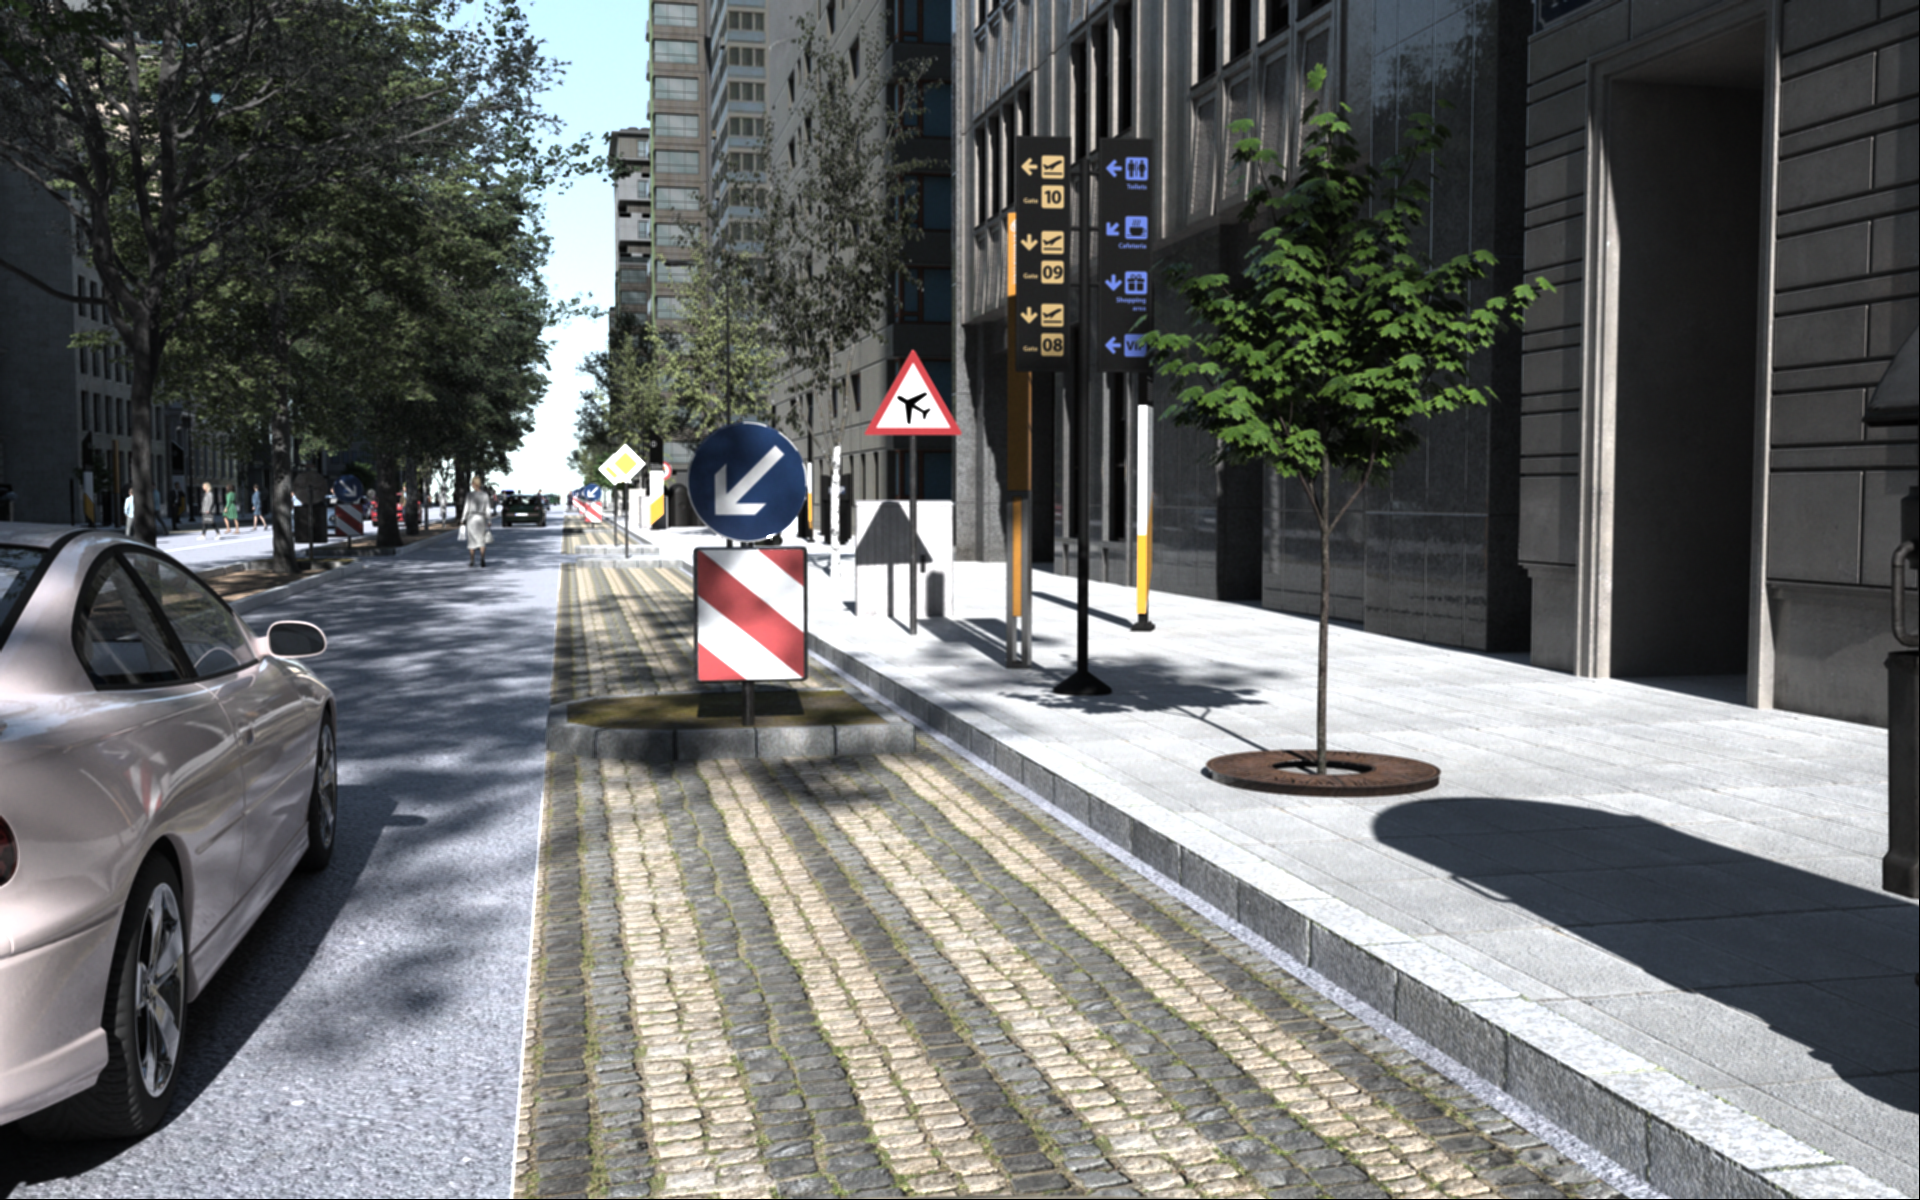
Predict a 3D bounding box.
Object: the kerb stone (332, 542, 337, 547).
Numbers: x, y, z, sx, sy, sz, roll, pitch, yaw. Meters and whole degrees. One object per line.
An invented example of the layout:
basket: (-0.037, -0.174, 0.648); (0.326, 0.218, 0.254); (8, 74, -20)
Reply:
kerb stone: (-16.236, -1.366, 44.609); (0.120, 0.150, 1.000); (-1, 4, -13)

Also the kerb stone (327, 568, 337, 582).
kerb stone: (-10.412, -0.385, 28.488); (0.120, 0.150, 1.000); (-1, 4, -13)

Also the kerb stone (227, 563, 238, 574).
kerb stone: (-13.143, -0.539, 31.056); (0.120, 0.150, 1.000); (-1, 4, -13)

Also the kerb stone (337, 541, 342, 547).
kerb stone: (-16.468, -1.428, 45.604); (0.120, 0.150, 1.000); (-1, 4, -13)

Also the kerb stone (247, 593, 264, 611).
kerb stone: (-8.822, 0.042, 21.501); (0.120, 0.150, 1.000); (-1, 4, -13)

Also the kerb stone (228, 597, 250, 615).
kerb stone: (-8.591, 0.103, 20.505); (0.120, 0.150, 1.000); (-1, 4, -13)

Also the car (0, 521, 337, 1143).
car: (-2.999, 0.450, 5.013); (2.083, 1.381, 4.827); (-1, 4, -13)

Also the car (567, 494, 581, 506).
car: (-47.883, -12.566, 215.243); (2.009, 1.686, 4.222); (-1, 4, -11)

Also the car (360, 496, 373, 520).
car: (-33.464, -5.079, 95.616); (1.945, 1.354, 3.894); (-1, 4, -13)

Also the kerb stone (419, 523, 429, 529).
kerb stone: (-23.067, -3.200, 74.585); (0.120, 0.150, 1.000); (-1, 4, -13)

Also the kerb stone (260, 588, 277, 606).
kerb stone: (-9.049, -0.019, 22.500); (0.120, 0.150, 1.000); (-1, 4, -13)

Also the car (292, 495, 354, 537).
car: (-21.681, -2.895, 59.328); (2.014, 1.417, 4.499); (-1, 4, -11)

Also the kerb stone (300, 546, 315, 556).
kerb stone: (-15.322, -1.126, 40.598); (0.120, 0.150, 1.000); (-1, 4, -13)

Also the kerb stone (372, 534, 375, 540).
kerb stone: (-18.291, -1.921, 53.602); (0.120, 0.150, 1.000); (-1, 4, -13)

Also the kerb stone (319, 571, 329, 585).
kerb stone: (-10.185, -0.322, 27.488); (0.120, 0.150, 1.000); (-1, 4, -13)

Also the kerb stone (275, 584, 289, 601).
kerb stone: (-9.276, -0.080, 23.498); (0.120, 0.150, 1.000); (-1, 4, -13)

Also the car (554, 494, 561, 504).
car: (-55.377, -13.686, 235.570); (2.131, 1.459, 4.920); (-1, 4, -14)

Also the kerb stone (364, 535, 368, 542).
kerb stone: (-17.827, -1.799, 51.604); (0.120, 0.150, 1.000); (-1, 4, -13)

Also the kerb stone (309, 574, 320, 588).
kerb stone: (-9.955, -0.263, 26.489); (0.120, 0.150, 1.000); (-1, 4, -13)

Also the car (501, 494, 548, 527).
car: (-19.105, -4.044, 75.905); (2.009, 1.686, 4.222); (-1, 4, -11)

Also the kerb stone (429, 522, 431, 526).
kerb stone: (-23.284, -3.262, 75.584); (0.120, 0.150, 1.000); (-1, 4, -13)

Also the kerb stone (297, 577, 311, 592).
kerb stone: (-9.730, -0.202, 25.492); (0.120, 0.150, 1.000); (-1, 4, -13)

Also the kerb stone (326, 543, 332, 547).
kerb stone: (-16.005, -1.309, 43.607); (0.120, 0.150, 1.000); (-1, 4, -13)

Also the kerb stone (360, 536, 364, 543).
kerb stone: (-17.602, -1.736, 50.607); (0.120, 0.150, 1.000); (-1, 4, -13)

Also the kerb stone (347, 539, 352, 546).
kerb stone: (-16.911, -1.552, 47.600); (0.120, 0.150, 1.000); (-1, 4, -13)

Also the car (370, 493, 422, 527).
car: (-25.256, -4.201, 77.722); (2.155, 1.783, 4.494); (-1, 4, -11)

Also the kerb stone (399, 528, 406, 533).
kerb stone: (-20.787, -2.590, 64.594); (0.120, 0.150, 1.000); (-1, 4, -13)

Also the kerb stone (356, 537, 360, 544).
kerb stone: (-17.371, -1.675, 49.606); (0.120, 0.150, 1.000); (-1, 4, -13)

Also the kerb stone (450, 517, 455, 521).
kerb stone: (-26.923, -4.243, 91.567); (0.120, 0.150, 1.000); (-1, 4, -13)

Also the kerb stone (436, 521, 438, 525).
kerb stone: (-24.189, -3.505, 79.579); (0.120, 0.150, 1.000); (-1, 4, -13)

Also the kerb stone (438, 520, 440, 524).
kerb stone: (-24.425, -3.571, 80.574); (0.120, 0.150, 1.000); (-1, 4, -13)

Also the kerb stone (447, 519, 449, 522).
kerb stone: (-25.791, -3.935, 86.575); (0.120, 0.150, 1.000); (-1, 4, -13)

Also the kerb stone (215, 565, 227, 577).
kerb stone: (-12.926, -0.479, 30.057); (0.120, 0.150, 1.000); (-1, 4, -13)

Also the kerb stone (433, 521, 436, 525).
kerb stone: (-23.973, -3.449, 78.579); (0.120, 0.150, 1.000); (-1, 4, -13)

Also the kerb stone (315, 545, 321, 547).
kerb stone: (-15.548, -1.187, 41.604); (0.120, 0.150, 1.000); (-1, 4, -13)

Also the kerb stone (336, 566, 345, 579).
kerb stone: (-10.645, -0.442, 29.490); (0.120, 0.150, 1.000); (-1, 4, -13)

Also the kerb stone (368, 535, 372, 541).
kerb stone: (-18.059, -1.860, 52.606); (0.120, 0.150, 1.000); (-1, 4, -13)

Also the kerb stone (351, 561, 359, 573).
kerb stone: (-11.099, -0.569, 31.499); (0.120, 0.150, 1.000); (-1, 4, -13)

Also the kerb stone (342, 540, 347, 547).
kerb stone: (-16.694, -1.493, 46.601); (0.120, 0.150, 1.000); (-1, 4, -13)

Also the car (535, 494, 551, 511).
car: (-36.879, -8.557, 151.913); (2.014, 1.417, 4.499); (-1, 4, -12)

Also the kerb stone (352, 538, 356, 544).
kerb stone: (-17.155, -1.615, 48.602); (0.120, 0.150, 1.000); (-1, 4, -13)

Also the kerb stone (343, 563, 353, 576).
kerb stone: (-10.866, -0.508, 30.497); (0.120, 0.150, 1.000); (-1, 4, -13)

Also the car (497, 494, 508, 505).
car: (-56.063, -12.360, 211.877); (2.009, 1.686, 4.222); (-1, 4, -14)

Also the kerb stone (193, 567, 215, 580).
kerb stone: (-12.697, -0.419, 29.054); (0.120, 0.150, 1.000); (-1, 4, -13)

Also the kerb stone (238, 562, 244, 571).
kerb stone: (-13.384, -0.602, 32.050); (0.120, 0.150, 1.000); (-1, 4, -13)

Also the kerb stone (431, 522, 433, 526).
kerb stone: (-23.516, -3.327, 76.584); (0.120, 0.150, 1.000); (-1, 4, -13)

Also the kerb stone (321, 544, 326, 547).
kerb stone: (-15.783, -1.248, 42.599); (0.120, 0.150, 1.000); (-1, 4, -13)

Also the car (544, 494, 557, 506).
car: (-51.583, -12.566, 217.249); (2.131, 1.459, 4.920); (-1, 4, -15)

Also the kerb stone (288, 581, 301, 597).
kerb stone: (-9.500, -0.136, 24.496); (0.120, 0.150, 1.000); (-1, 4, -13)

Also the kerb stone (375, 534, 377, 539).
kerb stone: (-18.509, -1.982, 54.603); (0.120, 0.150, 1.000); (-1, 4, -13)
